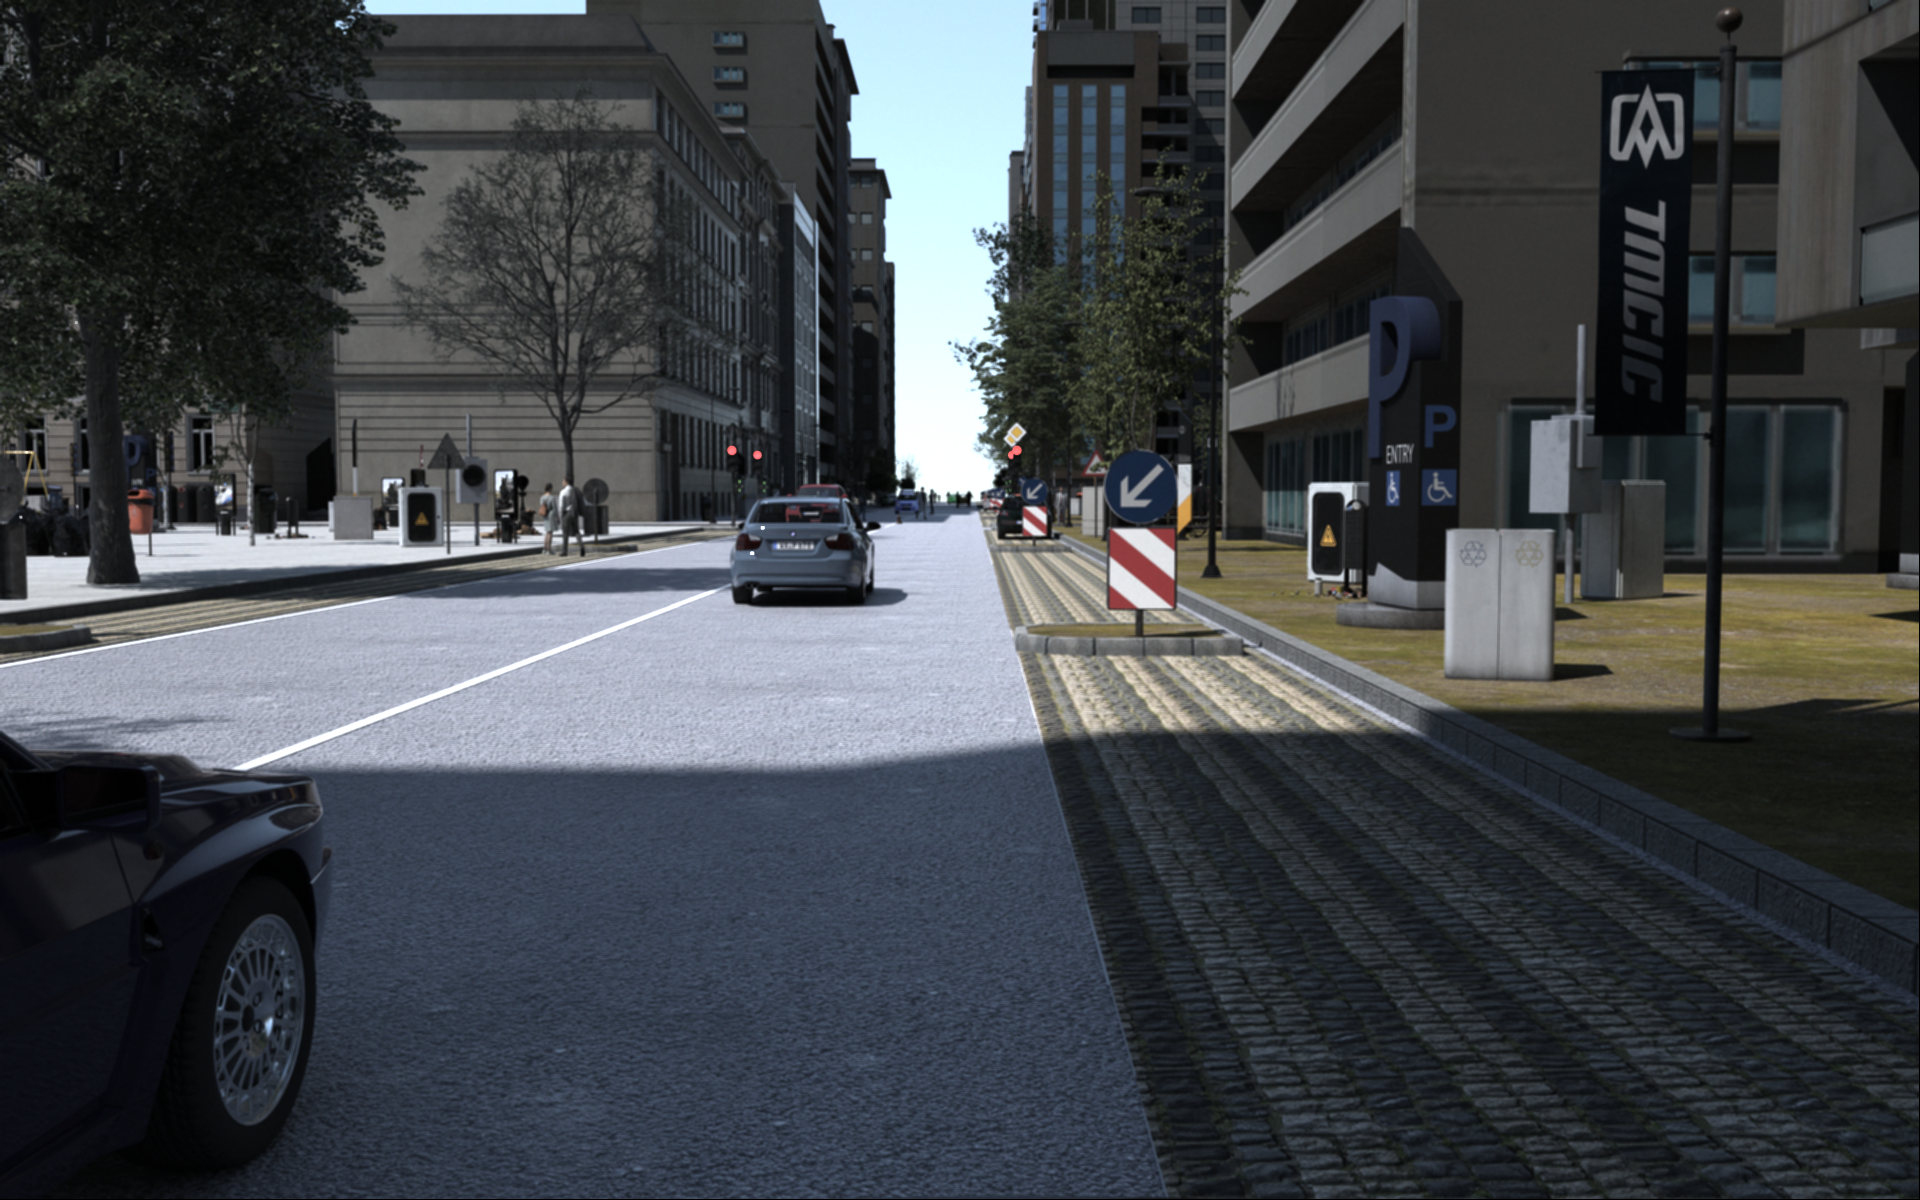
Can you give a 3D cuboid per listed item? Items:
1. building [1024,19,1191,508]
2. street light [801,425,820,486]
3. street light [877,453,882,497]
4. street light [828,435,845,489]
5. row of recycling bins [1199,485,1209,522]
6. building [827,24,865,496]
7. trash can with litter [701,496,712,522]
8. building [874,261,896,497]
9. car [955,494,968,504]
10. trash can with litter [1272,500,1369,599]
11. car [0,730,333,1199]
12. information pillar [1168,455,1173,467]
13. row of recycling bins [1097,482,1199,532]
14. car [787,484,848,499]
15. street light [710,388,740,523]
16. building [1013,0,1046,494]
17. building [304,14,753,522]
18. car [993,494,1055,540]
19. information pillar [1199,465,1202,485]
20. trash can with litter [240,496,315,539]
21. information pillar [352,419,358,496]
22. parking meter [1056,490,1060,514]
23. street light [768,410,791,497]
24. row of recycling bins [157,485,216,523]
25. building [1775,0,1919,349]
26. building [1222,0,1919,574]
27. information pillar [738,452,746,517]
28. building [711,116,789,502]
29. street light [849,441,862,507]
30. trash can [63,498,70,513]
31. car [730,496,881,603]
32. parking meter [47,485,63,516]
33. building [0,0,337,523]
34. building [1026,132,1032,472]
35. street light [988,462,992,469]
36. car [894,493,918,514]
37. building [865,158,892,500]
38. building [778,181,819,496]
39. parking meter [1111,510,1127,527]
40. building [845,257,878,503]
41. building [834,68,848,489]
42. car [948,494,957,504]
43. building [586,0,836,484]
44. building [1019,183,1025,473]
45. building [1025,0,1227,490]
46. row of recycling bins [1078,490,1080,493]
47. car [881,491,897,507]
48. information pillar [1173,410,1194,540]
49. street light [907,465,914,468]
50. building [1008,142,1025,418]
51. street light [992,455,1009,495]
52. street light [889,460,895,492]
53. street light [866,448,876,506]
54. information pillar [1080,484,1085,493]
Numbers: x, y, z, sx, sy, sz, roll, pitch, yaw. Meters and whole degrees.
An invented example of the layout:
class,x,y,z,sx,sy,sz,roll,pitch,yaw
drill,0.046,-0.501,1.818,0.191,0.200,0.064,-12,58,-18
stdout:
class,x,y,z,sx,sy,sz,roll,pitch,yaw
building,13.965,-31.519,165.452,14.600,45.320,14.200,0,4,0
street light,-10.085,-8.790,116.259,1.470,5.913,1.316,0,4,0
street light,-9.449,-13.549,194.072,1.470,5.913,1.316,0,4,0
street light,-9.838,-10.071,137.202,1.470,5.913,1.316,0,4,0
row of recycling bins,10.342,-4.358,78.366,1.069,1.692,3.534,2,4,25
building,-26.644,-37.368,200.212,28.713,52.752,27.495,0,4,0
trash can with litter,-11.777,-4.263,81.083,0.624,1.170,1.055,-1,4,-19
building,-18.402,-37.490,296.561,14.154,41.232,14.086,0,4,0
car,0.416,-12.878,220.780,2.015,1.641,3.980,0,4,0
trash can with litter,4.953,-0.628,21.328,1.678,1.210,2.233,-1,4,-13
car,-2.391,0.612,2.567,1.945,1.354,3.894,0,4,2
information pillar,12.045,-6.564,98.676,0.183,3.616,0.504,-3,4,-39
row of recycling bins,6.189,-3.171,58.951,3.534,1.692,1.069,1,4,23
car,-5.243,-3.423,64.634,2.281,1.827,5.304,0,4,2
street light,-10.272,-6.308,75.670,1.470,5.913,1.316,0,4,0
building,18.788,-58.207,264.348,22.319,86.520,31.000,0,4,0
building,-20.880,-15.823,91.987,16.112,22.955,30.059,0,4,0
car,2.056,-2.805,55.655,2.009,1.686,4.222,0,4,1
information pillar,19.191,-8.943,137.578,0.183,3.616,0.504,-3,5,-39
trash can with litter,-19.547,-2.386,50.071,1.678,1.210,2.233,0,4,2
information pillar,-18.767,-3.818,53.787,0.183,3.616,0.504,-1,4,-12
parking meter,6.376,-6.308,111.549,0.372,1.533,0.369,0,3,0
street light,-10.056,-7.539,95.808,1.470,5.913,1.316,0,4,0
row of recycling bins,-34.483,-4.232,76.303,3.534,1.692,1.069,0,4,6
building,14.066,-20.036,11.189,14.154,41.232,14.086,0,4,0
building,17.938,-25.262,36.731,21.300,48.544,21.600,0,4,0
information pillar,-11.968,-6.337,94.969,0.504,3.616,0.183,1,4,23
building,-19.829,-20.285,119.052,14.401,28.519,23.554,0,4,0
street light,-9.651,-10.990,152.224,1.470,5.913,1.316,0,4,0
trash can,-35.088,-3.418,67.542,0.748,1.137,0.748,0,3,0
car,-2.120,-0.732,23.976,2.014,1.417,4.499,0,4,0
parking meter,-25.043,-2.418,47.950,0.372,1.533,0.369,0,3,0
building,-41.731,-18.202,83.502,20.117,28.700,13.634,0,4,0
building,19.264,-36.023,208.587,23.786,49.044,30.456,0,4,0
street light,5.130,-16.953,249.717,1.470,5.913,1.316,0,4,0
car,-3.905,-7.199,127.291,1.945,1.707,3.694,0,4,-1
building,-25.614,-41.907,274.411,28.713,52.752,27.495,0,4,0
building,-18.397,-19.756,141.028,12.078,24.808,19.932,0,4,0
parking meter,4.145,-2.420,45.275,0.399,1.863,0.255,-3,4,-39
building,-28.083,-34.059,248.749,32.217,40.220,23.993,0,4,0
building,-19.088,-32.383,179.572,14.600,45.320,14.200,0,4,0
car,-0.736,-14.329,243.081,1.959,1.807,4.718,0,4,-1
building,-23.103,-32.873,161.167,21.300,48.544,21.600,0,4,0
building,15.343,-36.263,243.009,14.600,45.320,14.200,0,4,0
building,17.404,-45.490,182.009,20.563,71.187,20.611,0,4,0
row of recycling bins,9.539,-7.627,131.814,1.069,1.692,3.534,1,4,12
car,-7.701,-11.102,190.321,1.959,1.807,4.718,0,4,1
information pillar,6.233,-3.462,47.962,0.504,3.616,0.183,3,5,45
street light,-8.514,-19.799,296.254,1.470,5.913,1.316,0,4,0
building,18.689,-46.079,295.385,21.231,58.520,28.212,0,4,0
street light,4.833,-14.329,206.814,1.470,5.913,1.316,0,4,0
street light,-9.136,-14.781,214.210,1.470,5.913,1.316,0,4,0
street light,-9.465,-12.291,173.504,1.470,5.913,1.316,0,4,0
information pillar,9.026,-7.543,127.824,0.304,2.012,0.304,0,4,-4
